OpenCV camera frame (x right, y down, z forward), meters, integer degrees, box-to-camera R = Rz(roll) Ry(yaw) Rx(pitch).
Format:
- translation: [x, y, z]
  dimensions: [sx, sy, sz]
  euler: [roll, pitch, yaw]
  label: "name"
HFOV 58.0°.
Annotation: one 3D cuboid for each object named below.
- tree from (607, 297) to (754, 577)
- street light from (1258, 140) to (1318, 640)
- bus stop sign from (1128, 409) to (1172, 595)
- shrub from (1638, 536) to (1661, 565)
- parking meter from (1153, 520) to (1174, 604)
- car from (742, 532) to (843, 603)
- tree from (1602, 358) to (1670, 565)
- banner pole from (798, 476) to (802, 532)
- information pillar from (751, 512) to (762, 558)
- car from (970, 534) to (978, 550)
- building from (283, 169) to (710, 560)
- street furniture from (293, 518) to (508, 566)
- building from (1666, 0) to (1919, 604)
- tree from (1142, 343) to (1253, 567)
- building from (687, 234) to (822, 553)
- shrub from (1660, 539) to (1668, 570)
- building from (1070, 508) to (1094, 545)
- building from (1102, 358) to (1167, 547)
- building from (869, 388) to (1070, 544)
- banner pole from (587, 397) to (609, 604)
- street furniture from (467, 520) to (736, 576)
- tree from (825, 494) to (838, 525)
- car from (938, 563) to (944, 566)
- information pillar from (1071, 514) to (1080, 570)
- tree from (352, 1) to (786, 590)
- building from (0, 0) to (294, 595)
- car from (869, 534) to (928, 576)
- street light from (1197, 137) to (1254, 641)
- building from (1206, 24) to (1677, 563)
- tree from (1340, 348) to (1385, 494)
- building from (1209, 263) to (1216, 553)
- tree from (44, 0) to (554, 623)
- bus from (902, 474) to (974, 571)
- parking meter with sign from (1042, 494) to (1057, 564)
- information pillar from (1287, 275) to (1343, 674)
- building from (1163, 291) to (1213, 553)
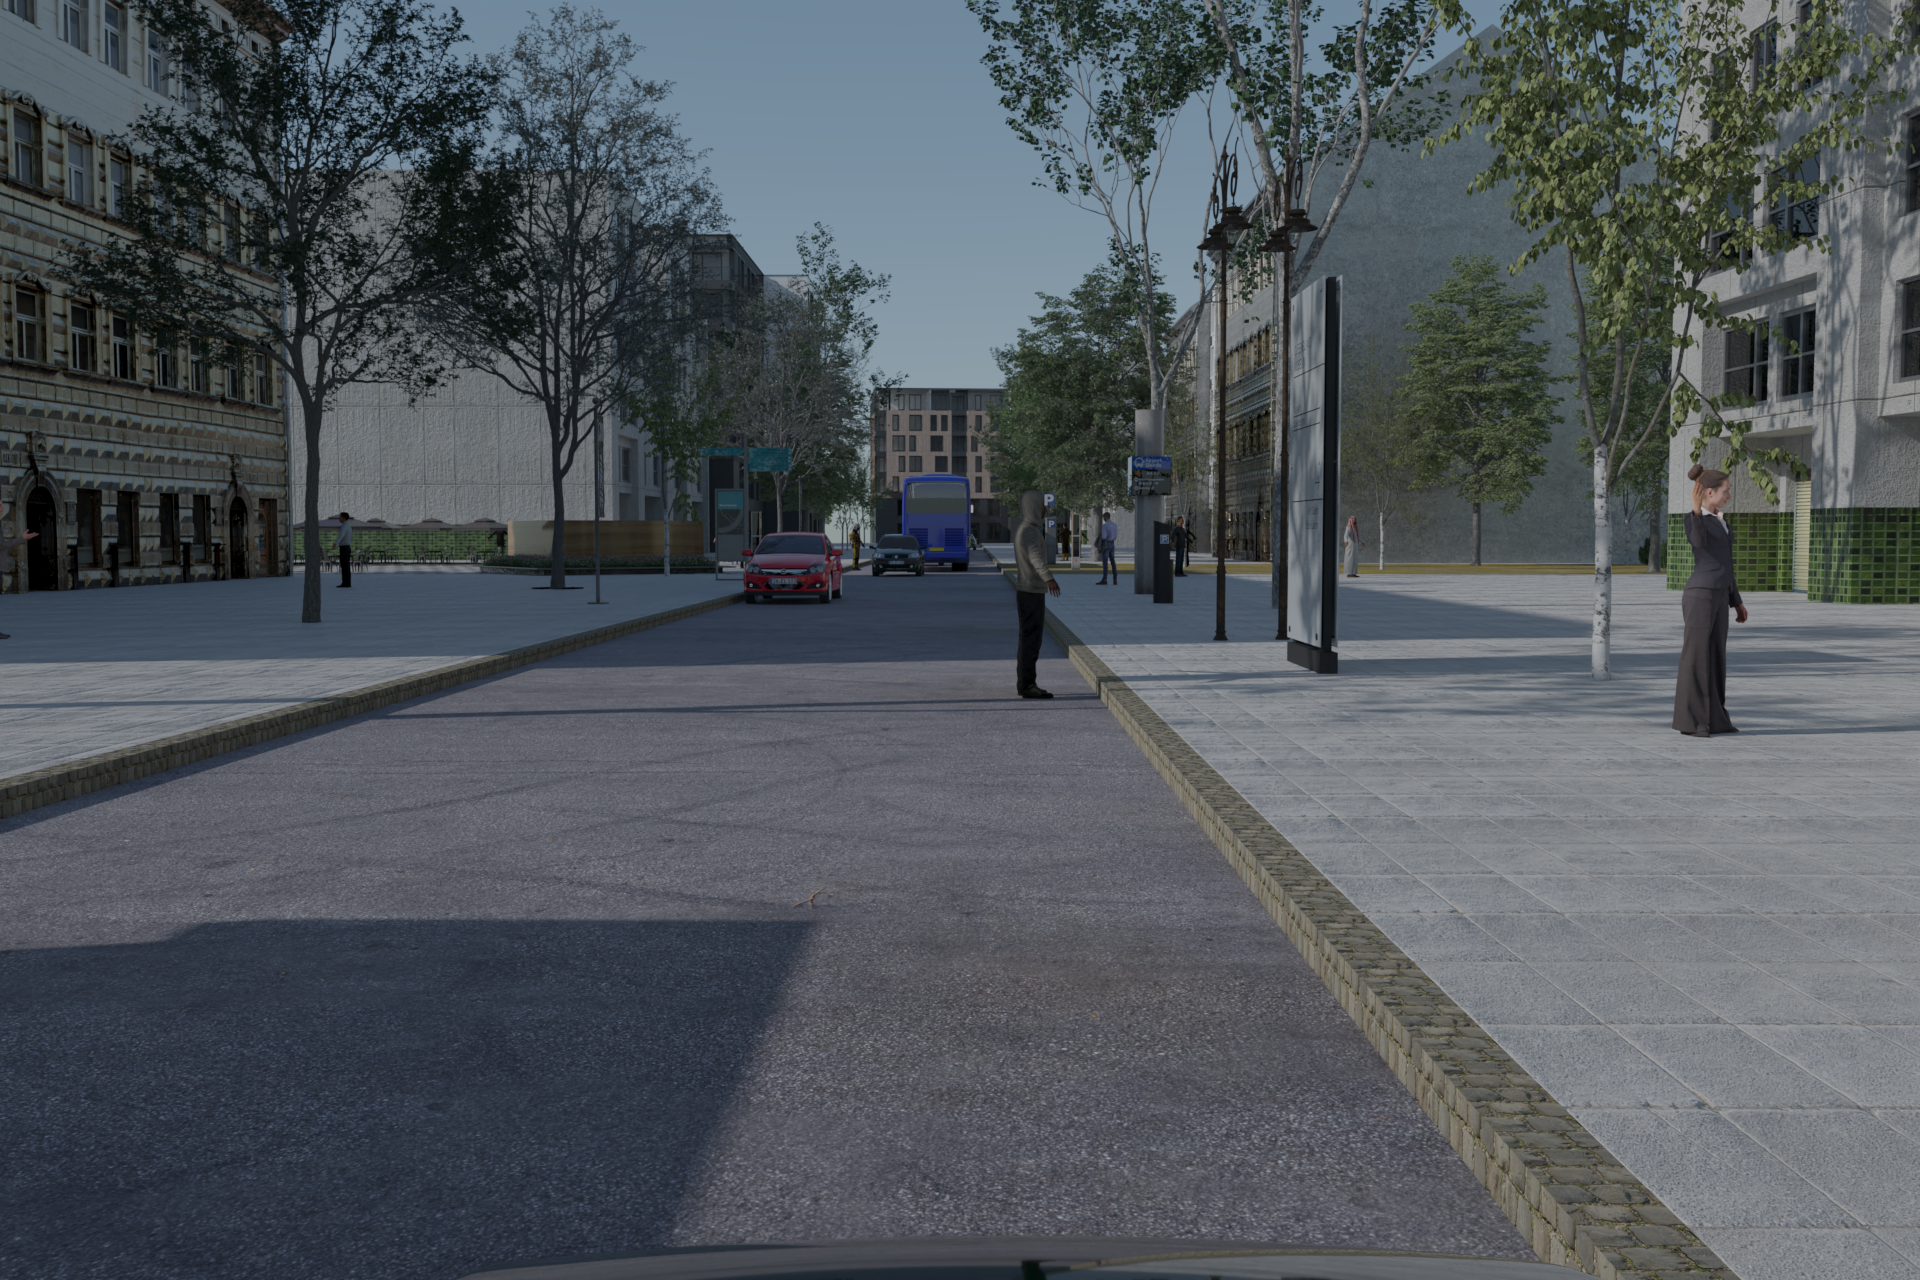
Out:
- translation: [-8.612, -6.219, 52.039]
  dimensions: [4.737, 8.622, 4.395]
  euler: [0, 3, 0]
  label: "tree"
- translation: [3.922, -2.942, 20.885]
  dimensions: [0.468, 5.910, 1.993]
  euler: [0, 4, 1]
  label: "street light"
- translation: [4.034, -2.929, 36.907]
  dimensions: [0.837, 3.901, 0.837]
  euler: [0, 3, 0]
  label: "bus stop sign"
- translation: [28.211, -3.655, 70.868]
  dimensions: [1.383, 1.207, 1.383]
  euler: [0, 3, 0]
  label: "shrub"
- translation: [3.768, -1.447, 32.075]
  dimensions: [0.372, 1.533, 0.369]
  euler: [0, 3, 0]
  label: "parking meter"
- translation: [-3.537, -1.717, 37.107]
  dimensions: [2.155, 1.783, 4.494]
  euler: [0, 4, 1]
  label: "car"
- translation: [27.859, -7.479, 72.637]
  dimensions: [4.360, 8.622, 3.978]
  euler: [0, 3, 0]
  label: "tree"
- translation: [-6.878, -5.183, 74.752]
  dimensions: [0.401, 3.779, 0.863]
  euler: [0, 3, 0]
  label: "banner pole"
- translation: [-6.639, -3.181, 56.502]
  dimensions: [0.304, 2.012, 0.304]
  euler: [0, 4, 1]
  label: "information pillar"
- translation: [0.535, -8.810, 155.847]
  dimensions: [2.131, 1.459, 4.920]
  euler: [0, 4, -1]
  label: "car"
- translation: [-25.281, -14.287, 100.049]
  dimensions: [16.747, 18.905, 31.486]
  euler: [0, 4, 0]
  label: "building"
- translation: [-32.991, -4.003, 70.475]
  dimensions: [27.439, 1.986, 14.083]
  euler: [1, 4, 14]
  label: "street furniture"
- translation: [24.543, -9.612, 23.621]
  dimensions: [16.747, 18.905, 31.486]
  euler: [0, 4, 0]
  label: "building"
- translation: [8.611, -7.134, 66.997]
  dimensions: [4.360, 8.622, 3.978]
  euler: [0, 3, 0]
  label: "tree"
- translation: [-25.942, -17.772, 134.545]
  dimensions: [27.936, 21.610, 32.646]
  euler: [0, 4, 0]
  label: "building"
- translation: [25.424, -3.112, 61.999]
  dimensions: [1.383, 1.207, 1.383]
  euler: [0, 3, 0]
  label: "shrub"
- translation: [23.074, -21.293, 214.589]
  dimensions: [16.747, 18.905, 31.486]
  euler: [0, 3, 0]
  label: "building"
- translation: [23.578, -19.345, 182.741]
  dimensions: [16.747, 18.905, 31.486]
  euler: [0, 4, 1]
  label: "building"
- translation: [3.594, -24.776, 251.517]
  dimensions: [32.646, 21.610, 27.936]
  euler: [0, 4, -5]
  label: "building"
- translation: [-6.665, -2.570, 32.040]
  dimensions: [0.401, 3.779, 0.863]
  euler: [0, 4, 1]
  label: "banner pole"
- translation: [-12.619, -3.049, 56.713]
  dimensions: [9.812, 1.723, 11.010]
  euler: [-2, 4, -34]
  label: "street furniture"
- translation: [-20.105, -20.061, 246.118]
  dimensions: [7.486, 12.596, 7.792]
  euler: [0, 3, 0]
  label: "tree"
- translation: [-1.628, -4.117, 79.103]
  dimensions: [2.131, 1.459, 4.920]
  euler: [0, 3, 0]
  label: "car"
- translation: [4.173, -3.538, 62.341]
  dimensions: [0.304, 2.012, 0.304]
  euler: [0, 4, 0]
  label: "information pillar"
- translation: [-9.225, -7.923, 39.917]
  dimensions: [12.009, 13.543, 11.850]
  euler: [0, 3, 0]
  label: "tree"
- translation: [-29.425, -12.951, 42.685]
  dimensions: [19.493, 23.208, 18.063]
  euler: [0, 4, 0]
  label: "building"
- translation: [-2.111, -3.064, 59.883]
  dimensions: [2.009, 1.686, 4.222]
  euler: [0, 4, 1]
  label: "car"
- translation: [3.146, -2.932, 20.733]
  dimensions: [0.468, 5.910, 1.993]
  euler: [0, 4, 0]
  label: "street light"
- translation: [22.943, -15.495, 84.278]
  dimensions: [19.493, 23.208, 18.063]
  euler: [0, 3, 0]
  label: "building"
- translation: [14.020, -7.175, 67.673]
  dimensions: [4.360, 8.622, 3.978]
  euler: [0, 3, 0]
  label: "tree"
- translation: [21.587, -15.673, 112.667]
  dimensions: [16.016, 20.090, 11.380]
  euler: [0, 4, 1]
  label: "building"
- translation: [-9.191, -5.546, 25.095]
  dimensions: [8.767, 10.594, 7.601]
  euler: [3, 4, 38]
  label: "tree"
- translation: [-0.860, -4.793, 69.919]
  dimensions: [2.896, 3.916, 12.251]
  euler: [0, 3, 0]
  label: "bus"
- translation: [3.844, -4.742, 73.792]
  dimensions: [0.543, 3.016, 1.738]
  euler: [0, 4, -1]
  label: "parking meter with sign"
- translation: [3.385, -1.545, 16.584]
  dimensions: [0.184, 3.620, 1.656]
  euler: [0, 4, 0]
  label: "information pillar"
- translation: [25.126, -17.968, 124.711]
  dimensions: [19.493, 23.208, 18.063]
  euler: [0, 4, 0]
  label: "building"
